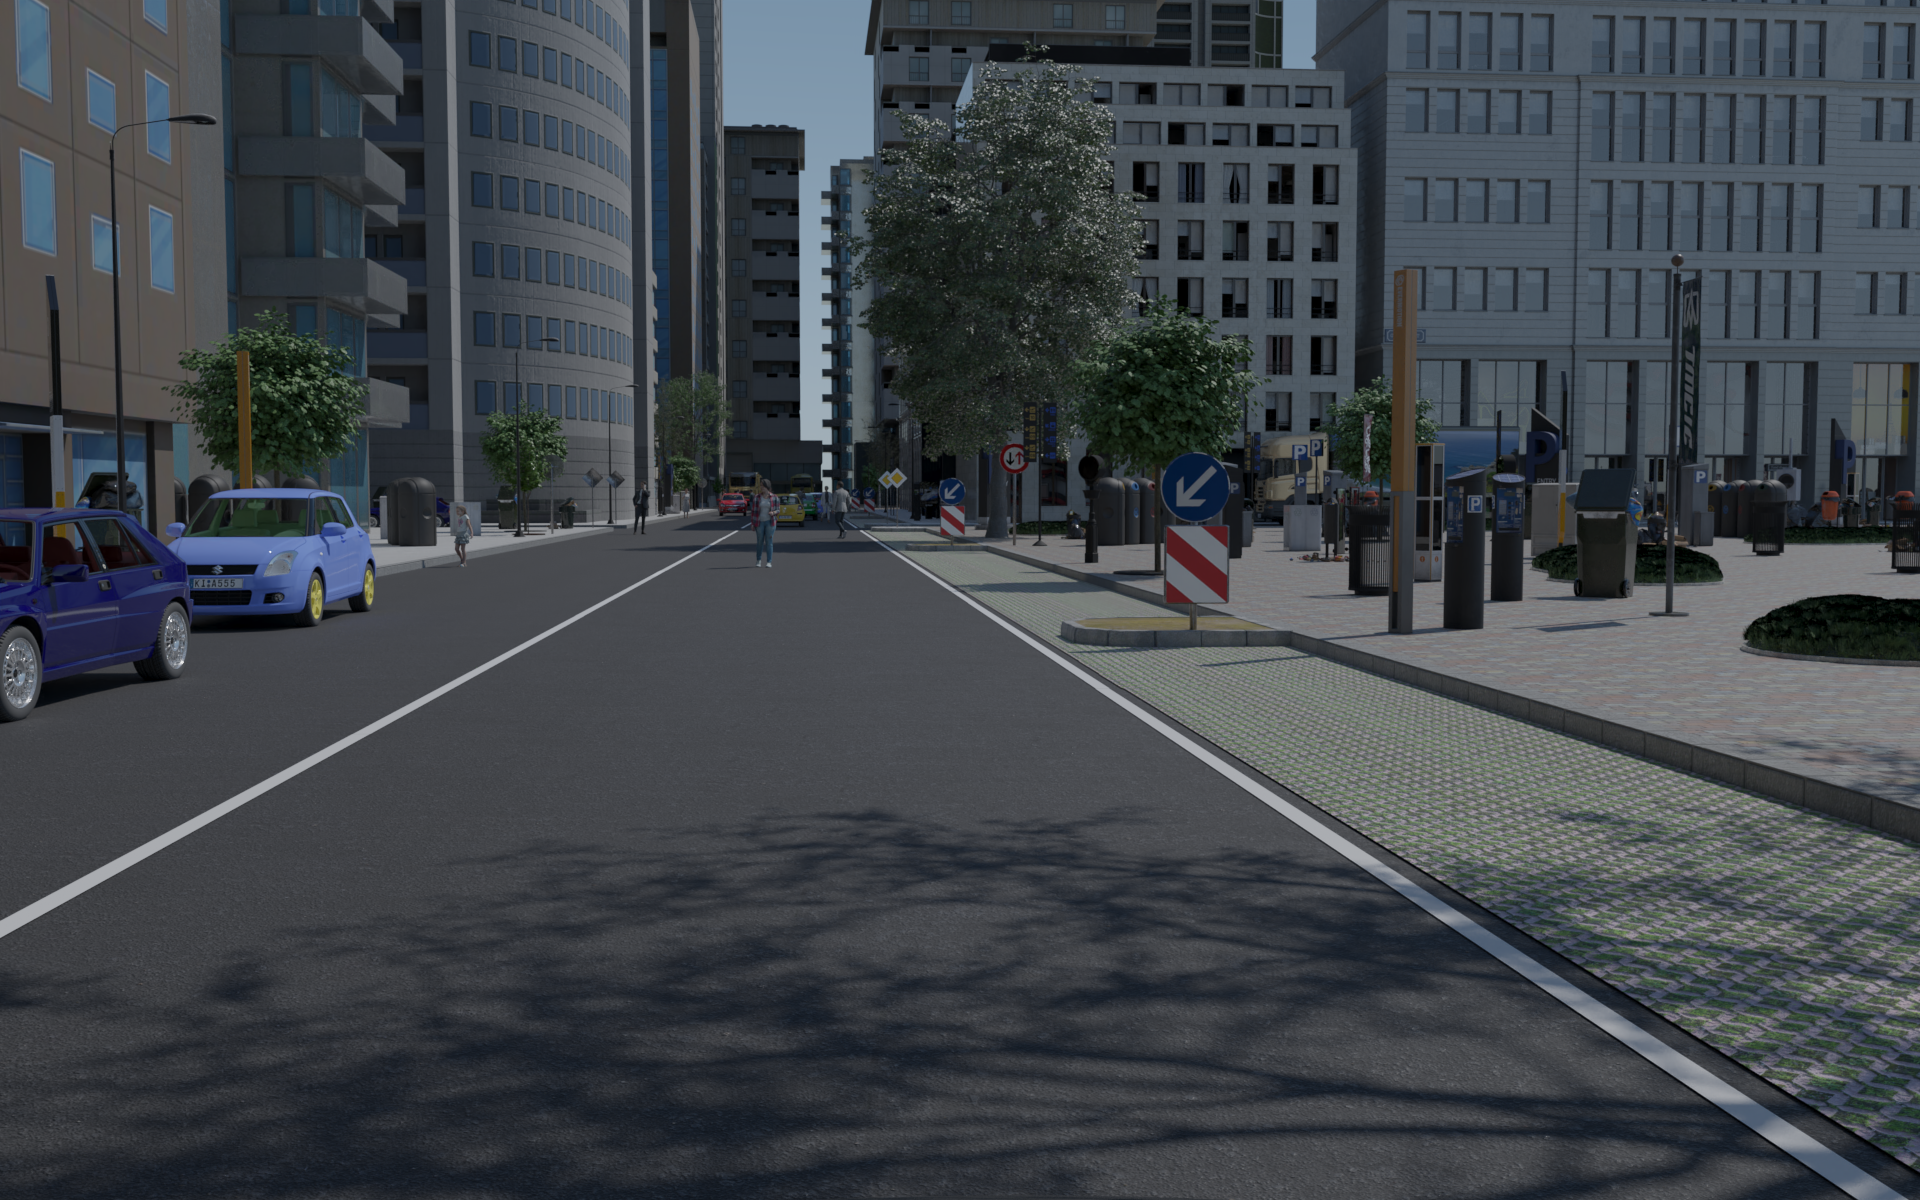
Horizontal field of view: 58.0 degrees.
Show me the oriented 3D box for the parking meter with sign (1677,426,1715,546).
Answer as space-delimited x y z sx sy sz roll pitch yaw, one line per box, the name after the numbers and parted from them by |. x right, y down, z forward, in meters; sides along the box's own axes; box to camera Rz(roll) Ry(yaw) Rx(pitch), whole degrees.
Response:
18.376 -2.881 43.357 0.543 3.016 1.738 0 4 0 | parking meter with sign

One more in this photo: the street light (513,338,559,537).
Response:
-12.598 -4.829 51.496 1.470 5.913 1.316 0 4 -5 | street light

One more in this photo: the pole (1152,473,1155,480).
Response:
8.522 -5.027 76.028 0.158 3.312 0.155 0 3 0 | pole

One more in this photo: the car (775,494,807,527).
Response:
-7.762 -4.065 76.694 2.015 1.641 3.980 0 4 -6 | car

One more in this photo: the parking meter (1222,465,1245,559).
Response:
5.438 -1.759 34.478 0.399 1.863 0.255 0 4 -6 | parking meter

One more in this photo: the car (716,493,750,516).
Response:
-14.926 -6.413 113.896 2.155 1.783 4.494 0 4 -7 | car

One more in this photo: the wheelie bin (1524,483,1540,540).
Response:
16.226 -2.516 49.052 0.980 1.594 0.693 -3 4 -36 | wheelie bin

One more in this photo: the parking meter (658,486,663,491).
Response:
-21.658 -7.323 125.435 0.399 1.863 0.255 1 4 9 | parking meter

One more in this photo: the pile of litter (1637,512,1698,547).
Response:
16.894 -1.685 41.520 1.719 0.858 1.176 0 4 -2 | pile of litter

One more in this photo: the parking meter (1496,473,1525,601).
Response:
6.586 -0.759 20.826 0.372 1.533 0.369 0 3 0 | parking meter

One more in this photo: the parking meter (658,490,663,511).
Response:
-19.857 -6.508 114.817 0.372 1.533 0.369 0 3 0 | parking meter

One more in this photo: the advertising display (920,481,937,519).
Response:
-1.594 -5.082 88.308 0.974 1.923 0.123 -1 4 -11 | advertising display

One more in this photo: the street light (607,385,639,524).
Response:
-14.315 -6.176 73.523 1.470 5.913 1.316 0 4 -5 | street light

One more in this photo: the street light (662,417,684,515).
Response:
-17.195 -8.025 103.744 1.470 5.913 1.316 0 4 -5 | street light

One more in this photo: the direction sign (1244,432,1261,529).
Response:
10.623 -4.344 63.021 0.876 3.537 0.379 -3 5 -40 | direction sign

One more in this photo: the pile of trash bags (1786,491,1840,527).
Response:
27.735 -2.872 56.705 1.912 1.369 3.447 0 4 -3 | pile of trash bags

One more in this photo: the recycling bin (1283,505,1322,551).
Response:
7.753 -1.632 39.236 0.722 1.027 0.722 0 4 -1 | recycling bin

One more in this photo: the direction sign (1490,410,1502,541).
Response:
14.618 -3.368 47.057 0.379 3.537 0.876 1 4 11 | direction sign

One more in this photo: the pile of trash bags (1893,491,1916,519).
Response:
53.024 -5.419 98.361 1.912 1.369 3.447 1 4 13 | pile of trash bags

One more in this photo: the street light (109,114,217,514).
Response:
-9.781 -2.980 21.269 1.470 5.913 1.316 0 4 -5 | street light

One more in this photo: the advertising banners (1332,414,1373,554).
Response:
8.513 -2.521 37.412 0.090 3.025 2.074 2 4 35 | advertising banners

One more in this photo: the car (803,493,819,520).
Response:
-8.736 -5.295 95.372 1.959 1.807 4.718 0 4 -5 | car

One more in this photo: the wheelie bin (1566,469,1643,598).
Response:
8.060 -0.840 21.640 0.980 1.594 0.693 3 4 36 | wheelie bin

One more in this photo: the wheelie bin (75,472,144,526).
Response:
-12.168 -1.039 24.891 0.693 1.594 0.980 1 4 22 | wheelie bin

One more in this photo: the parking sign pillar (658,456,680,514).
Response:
-18.811 -7.544 111.814 1.447 3.967 1.447 0 4 -2 | parking sign pillar

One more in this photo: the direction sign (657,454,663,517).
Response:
-16.981 -6.481 97.965 0.379 3.537 0.876 0 4 -1 | direction sign

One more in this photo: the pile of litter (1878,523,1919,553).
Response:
21.158 -1.501 38.506 1.719 0.858 1.176 -1 4 -9 | pile of litter

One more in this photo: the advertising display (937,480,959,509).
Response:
-0.486 -4.366 76.597 0.974 1.923 0.123 2 4 35 | advertising display

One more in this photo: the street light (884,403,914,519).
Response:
-2.966 -7.102 88.655 1.470 5.913 1.316 0 4 -5 | street light

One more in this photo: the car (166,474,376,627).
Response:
-7.893 -0.621 19.743 1.945 1.707 3.694 0 4 -6 | car

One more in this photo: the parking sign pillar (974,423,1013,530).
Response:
1.242 -4.515 62.285 1.447 3.967 1.447 3 5 42 | parking sign pillar

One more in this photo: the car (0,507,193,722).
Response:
-6.848 0.031 12.072 1.945 1.354 3.894 0 4 -3 | car

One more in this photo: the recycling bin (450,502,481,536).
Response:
-15.244 -2.497 53.388 0.722 1.027 0.722 -3 5 -41 | recycling bin

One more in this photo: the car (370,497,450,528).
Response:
-22.271 -3.490 69.640 3.894 1.354 1.945 0 4 -7 | car

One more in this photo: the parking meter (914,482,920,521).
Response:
-2.055 -4.721 82.901 0.255 1.863 0.399 1 4 9 | parking meter

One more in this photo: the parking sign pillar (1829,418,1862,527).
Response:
31.593 -4.497 61.994 1.447 3.967 1.447 -3 5 -42 | parking sign pillar

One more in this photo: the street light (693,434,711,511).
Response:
-19.962 -9.874 133.976 1.470 5.913 1.316 0 4 -5 | street light

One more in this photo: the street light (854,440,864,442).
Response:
-8.404 -10.800 149.128 1.470 5.913 1.316 0 4 -5 | street light

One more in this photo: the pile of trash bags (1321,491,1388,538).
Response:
12.131 -2.616 52.518 1.912 1.369 3.447 2 4 25 | pile of trash bags

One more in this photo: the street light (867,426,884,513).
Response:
-5.648 -8.951 118.895 1.470 5.913 1.316 0 4 -5 | street light

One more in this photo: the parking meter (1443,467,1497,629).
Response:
4.819 -0.497 16.537 0.372 1.533 0.369 0 3 0 | parking meter

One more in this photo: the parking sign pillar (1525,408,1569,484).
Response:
18.125 -3.979 53.536 1.447 3.967 1.447 -2 4 -35 | parking sign pillar

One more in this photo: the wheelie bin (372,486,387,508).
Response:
-24.024 -3.928 72.133 0.980 1.594 0.693 3 4 39 | wheelie bin

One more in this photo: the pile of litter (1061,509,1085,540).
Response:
3.474 -2.173 49.499 1.176 0.858 1.719 0 4 3 | pile of litter

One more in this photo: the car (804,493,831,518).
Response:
-8.816 -5.892 105.920 1.945 1.707 3.694 0 4 -5 | car

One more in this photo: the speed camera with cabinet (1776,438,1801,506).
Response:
28.707 -4.111 61.554 2.038 3.252 0.660 3 5 41 | speed camera with cabinet

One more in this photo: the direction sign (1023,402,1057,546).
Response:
1.972 -3.102 42.719 0.876 3.537 0.379 -1 4 -20 | direction sign

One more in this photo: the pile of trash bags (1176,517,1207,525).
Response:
5.962 -2.481 50.309 3.447 1.369 1.912 0 4 -3 | pile of trash bags

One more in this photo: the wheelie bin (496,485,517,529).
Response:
-16.491 -3.386 63.262 0.980 1.594 0.693 1 4 9 | wheelie bin
